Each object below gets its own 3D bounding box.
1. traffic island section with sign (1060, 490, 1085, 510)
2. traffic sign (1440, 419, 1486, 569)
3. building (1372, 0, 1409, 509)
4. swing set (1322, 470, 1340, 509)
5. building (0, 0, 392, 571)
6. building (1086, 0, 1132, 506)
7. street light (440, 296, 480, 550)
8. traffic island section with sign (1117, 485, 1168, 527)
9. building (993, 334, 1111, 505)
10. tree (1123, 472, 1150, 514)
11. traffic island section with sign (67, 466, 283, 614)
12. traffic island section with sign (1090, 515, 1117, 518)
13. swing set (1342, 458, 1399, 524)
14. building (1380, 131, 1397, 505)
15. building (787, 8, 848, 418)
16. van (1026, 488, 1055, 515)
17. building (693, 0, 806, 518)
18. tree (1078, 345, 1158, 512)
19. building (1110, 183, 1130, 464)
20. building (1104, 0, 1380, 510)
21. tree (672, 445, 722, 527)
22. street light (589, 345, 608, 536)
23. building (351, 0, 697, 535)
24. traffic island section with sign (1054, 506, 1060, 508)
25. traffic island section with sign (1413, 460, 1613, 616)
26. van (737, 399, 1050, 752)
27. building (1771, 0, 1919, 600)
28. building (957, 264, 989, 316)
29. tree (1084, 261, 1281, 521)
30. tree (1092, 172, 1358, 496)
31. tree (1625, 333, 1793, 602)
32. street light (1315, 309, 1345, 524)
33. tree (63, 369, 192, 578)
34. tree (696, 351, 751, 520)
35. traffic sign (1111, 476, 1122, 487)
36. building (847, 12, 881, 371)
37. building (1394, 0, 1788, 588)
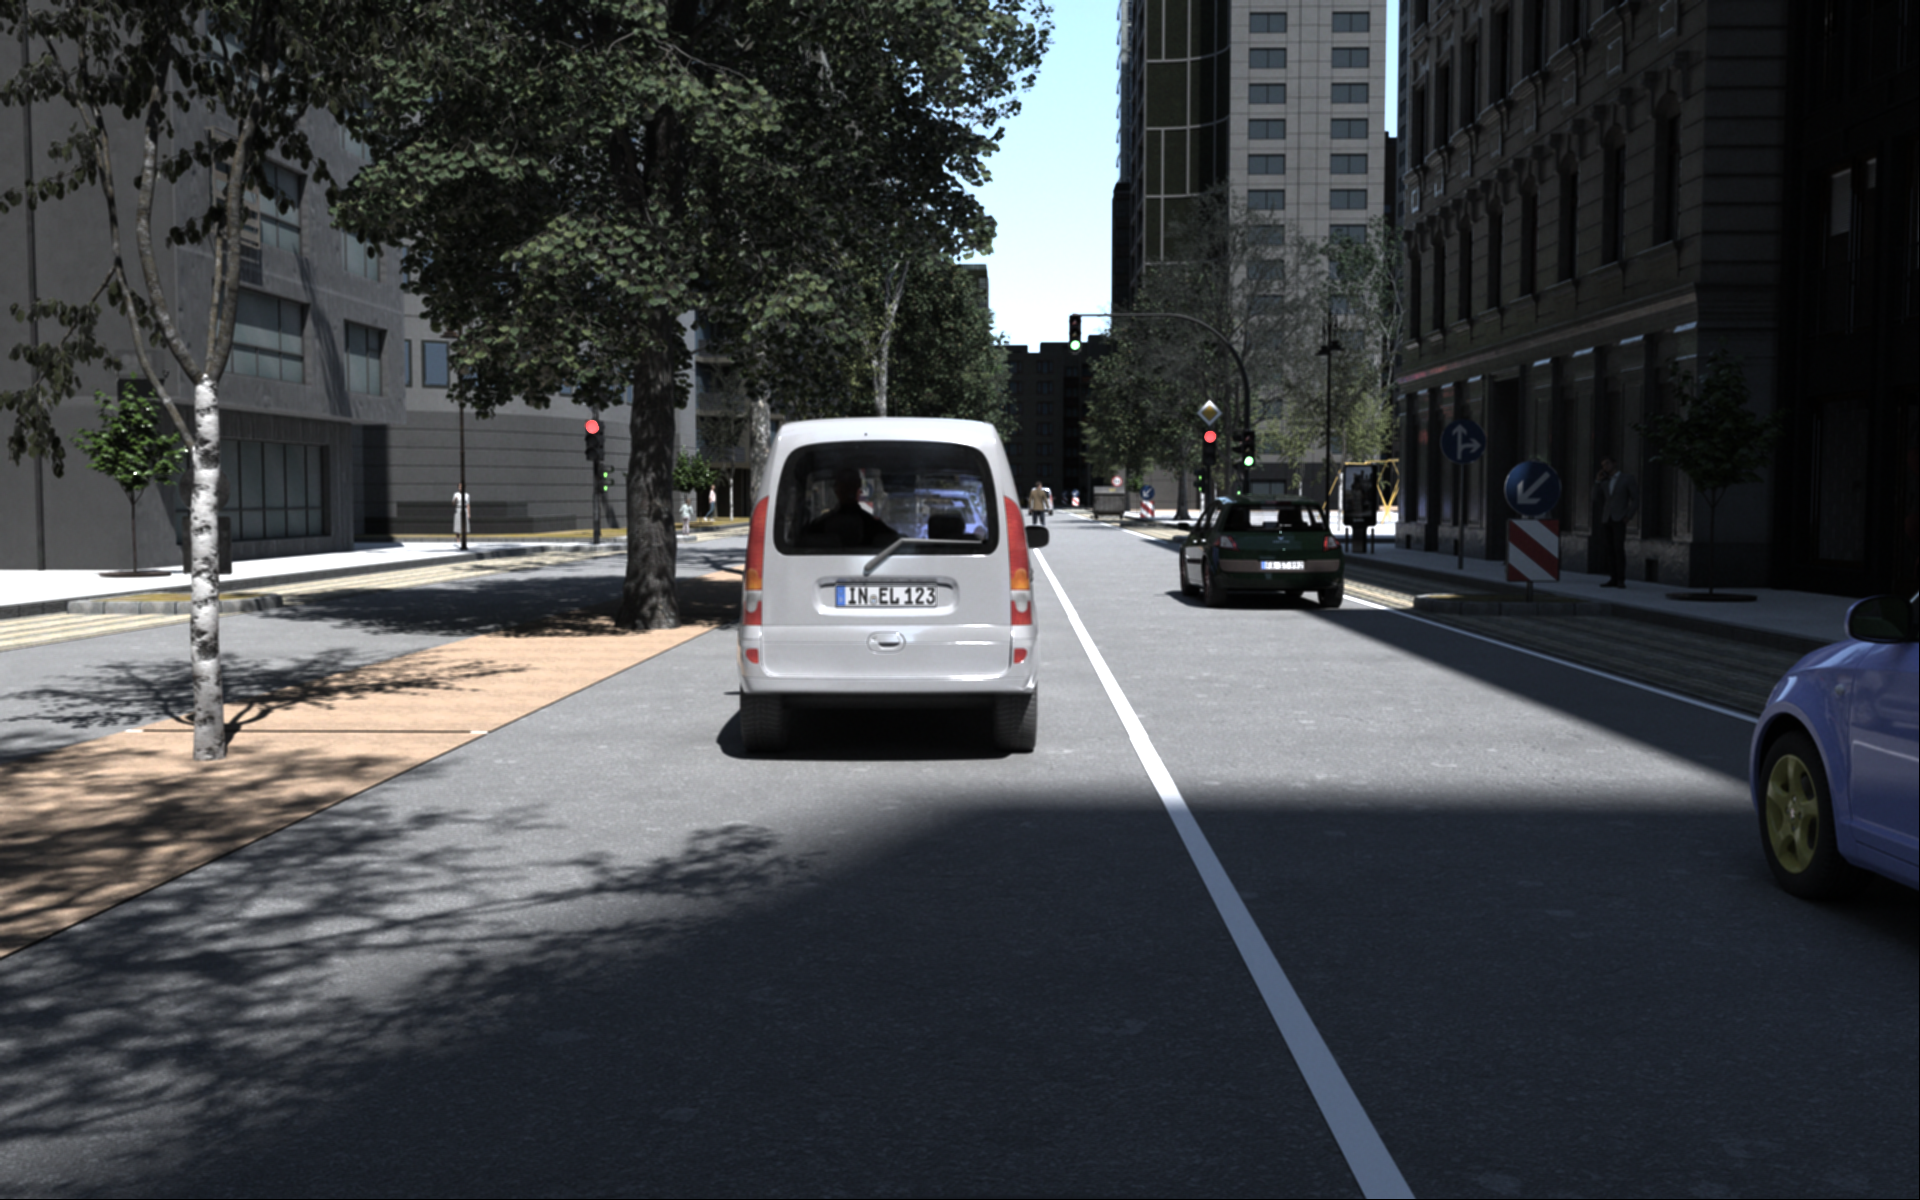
[{"bbox_3d":[10.119,-8.876,153.749,1.989,1.847,2.006,0,4,1],"label":"traffic island section with sign"},{"bbox_3d":[8.546,-1.797,29.495,0.768,2.556,0.104,0,4,5],"label":"traffic sign"},{"bbox_3d":[58.310,-45.925,189.127,20.611,71.187,20.563,0,4,1],"label":"building"},{"bbox_3d":[20.086,-5.513,87.755,2.862,2.851,3.119,2,4,35],"label":"swing set"},{"bbox_3d":[-19.738,-21.483,34.841,14.086,41.232,14.154,0,4,1],"label":"building"},{"bbox_3d":[25.446,-53.276,183.732,22.319,86.520,31.000,0,4,1],"label":"building"},{"bbox_3d":[-11.451,-4.099,39.812,0.468,5.910,1.993,0,4,1],"label":"street light"},{"bbox_3d":[8.085,-4.143,76.365,1.989,1.847,2.006,0,4,1],"label":"traffic island section with sign"},{"bbox_3d":[18.446,-23.239,224.992,28.899,21.520,27.650,0,4,1],"label":"building"},{"bbox_3d":[11.652,-7.227,112.766,1.663,3.219,1.824,0,3,0],"label":"tree"},{"bbox_3d":[-9.566,-0.782,21.417,1.989,1.847,2.006,0,4,1],"label":"traffic island section with sign"},{"bbox_3d":[8.792,-5.791,103.311,1.989,1.847,2.006,0,4,1],"label":"traffic island section with sign"},{"bbox_3d":[19.961,-5.081,80.700,2.862,2.851,3.119,-2,4,-26],"label":"swing set"},{"bbox_3d":[54.256,-34.661,216.816,14.200,45.320,14.600,0,4,1],"label":"building"},{"bbox_3d":[-20.500,-31.436,137.685,21.300,48.544,21.600,0,4,1],"label":"building"},{"bbox_3d":[5.471,-6.759,117.521,2.013,2.044,4.112,0,4,2],"label":"van"},{"bbox_3d":[-21.274,-27.652,106.731,22.147,44.769,28.867,0,4,1],"label":"building"},{"bbox_3d":[12.715,-12.768,126.888,7.486,12.596,7.792,0,3,0],"label":"tree"},{"bbox_3d":[21.110,-23.925,162.881,14.160,30.474,14.107,0,4,1],"label":"building"},{"bbox_3d":[22.990,-43.181,144.257,20.563,71.187,20.611,0,4,1],"label":"building"},{"bbox_3d":[-11.177,-4.833,73.617,1.663,3.219,1.824,0,3,0],"label":"tree"},{"bbox_3d":[-11.102,-4.909,53.047,0.468,5.910,1.993,0,4,1],"label":"street light"},{"bbox_3d":[-23.167,-32.022,65.566,21.231,58.520,28.212,0,4,1],"label":"building"},{"bbox_3d":[10.813,-10.541,180.967,1.989,1.847,2.006,0,4,1],"label":"traffic island section with sign"},{"bbox_3d":[6.655,-0.767,21.166,1.989,1.847,2.006,0,4,1],"label":"traffic island section with sign"},{"bbox_3d":[-0.402,-0.244,11.004,2.013,2.044,4.112,0,4,0],"label":"van"},{"bbox_3d":[16.892,-11.311,14.613,12.332,23.373,15.834,0,4,1],"label":"building"},{"bbox_3d":[-3.347,-27.302,218.096,14.107,30.474,14.160,0,4,1],"label":"building"},{"bbox_3d":[10.770,-10.217,84.064,9.611,12.733,9.660,0,3,0],"label":"tree"},{"bbox_3d":[10.362,-9.599,67.317,12.009,13.543,11.850,0,3,0],"label":"tree"},{"bbox_3d":[9.213,-1.607,20.884,1.663,3.219,1.824,0,3,0],"label":"tree"},{"bbox_3d":[9.204,-4.310,43.263,0.468,5.910,1.993,0,4,1],"label":"street light"},{"bbox_3d":[-12.763,-1.982,27.004,1.663,3.219,1.824,0,3,0],"label":"tree"},{"bbox_3d":[-11.345,-8.169,83.924,4.360,8.622,3.978,0,3,0],"label":"tree"},{"bbox_3d":[10.916,-7.362,120.481,0.768,2.556,0.104,1,4,9],"label":"traffic sign"},{"bbox_3d":[-22.453,-36.598,187.614,27.495,52.752,28.713,0,4,1],"label":"building"},{"bbox_3d":[14.855,-11.169,31.762,9.793,20.994,18.267,0,4,1],"label":"building"}]
